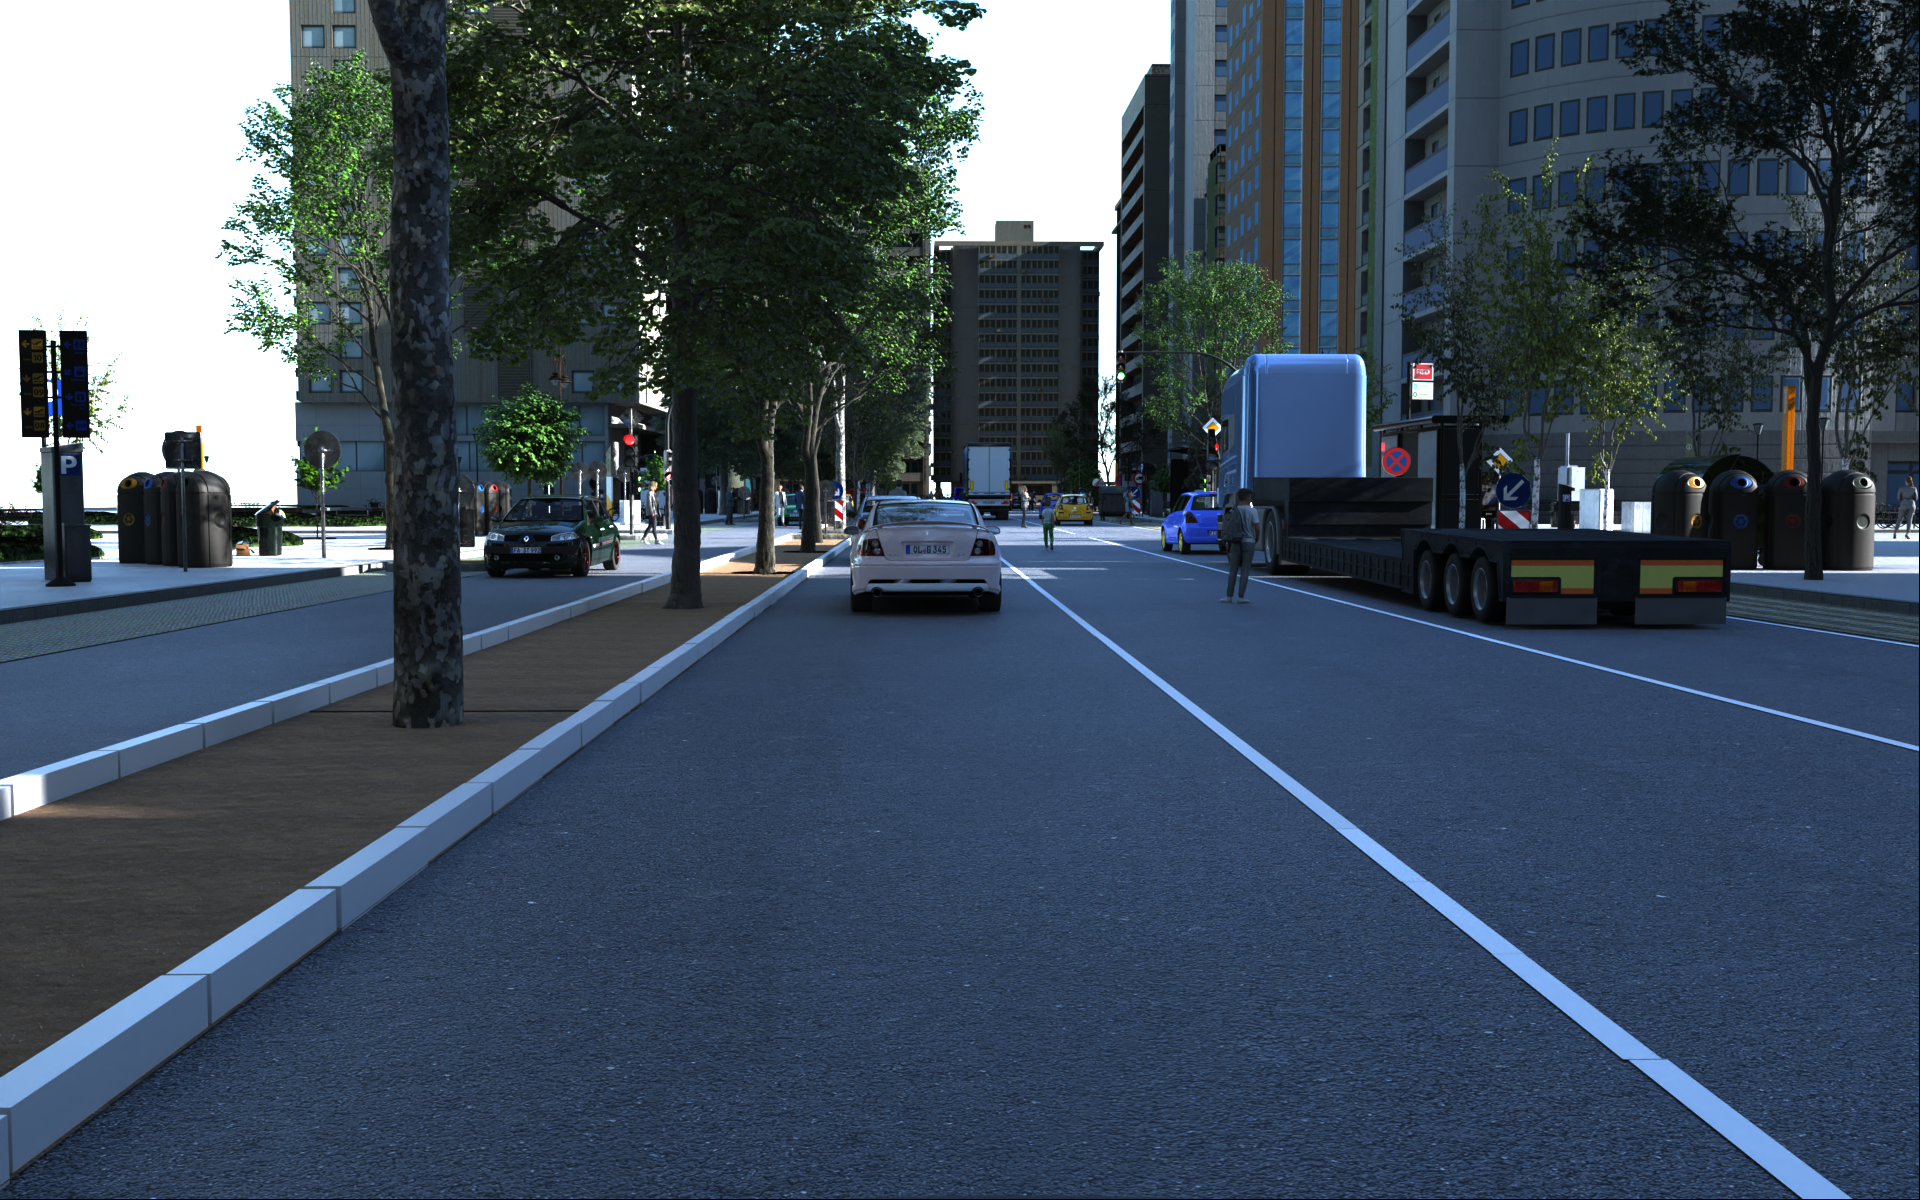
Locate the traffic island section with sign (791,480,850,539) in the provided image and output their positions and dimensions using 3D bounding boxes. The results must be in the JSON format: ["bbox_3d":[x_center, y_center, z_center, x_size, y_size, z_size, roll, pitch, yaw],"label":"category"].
[{"bbox_3d":[-4.335,-2.884,55.290,2.006,1.907,1.989,0,4,-1],"label":"traffic island section with sign"}]

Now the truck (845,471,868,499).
[{"bbox_3d":[-10.057,-10.961,168.118,2.839,4.237,11.283,0,4,-1],"label":"truck"}]

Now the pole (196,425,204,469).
[{"bbox_3d":[-22.496,-3.515,51.318,0.158,3.312,0.155,0,3,0],"label":"pole"}]

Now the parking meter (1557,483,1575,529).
[{"bbox_3d":[14.300,-1.985,40.866,0.372,1.533,0.369,0,3,0],"label":"parking meter"}]

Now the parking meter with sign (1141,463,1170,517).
[{"bbox_3d":[11.102,-6.204,97.699,1.738,3.016,0.543,-1,4,-10],"label":"parking meter with sign"}]

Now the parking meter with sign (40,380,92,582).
[{"bbox_3d":[-13.375,-1.804,25.763,0.543,3.016,1.738,-3,5,-42],"label":"parking meter with sign"}]

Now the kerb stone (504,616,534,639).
[{"bbox_3d":[-4.468,0.295,17.379,0.120,0.150,1.000,0,4,-1],"label":"kerb stone"}]

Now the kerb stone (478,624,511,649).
[{"bbox_3d":[-4.448,0.360,16.356,0.120,0.150,1.000,0,4,-1],"label":"kerb stone"}]

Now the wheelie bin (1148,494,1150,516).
[{"bbox_3d":[11.120,-5.585,99.222,0.693,1.594,0.980,1,4,12],"label":"wheelie bin"}]

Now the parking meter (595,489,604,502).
[{"bbox_3d":[-16.278,-4.271,78.236,0.372,1.533,0.369,0,3,0],"label":"parking meter"}]

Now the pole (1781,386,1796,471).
[{"bbox_3d":[15.639,-2.380,32.755,0.158,3.312,0.155,0,3,0],"label":"pole"}]

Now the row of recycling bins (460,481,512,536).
[{"bbox_3d":[-14.909,-2.842,53.579,1.069,1.692,3.534,1,4,10],"label":"row of recycling bins"}]

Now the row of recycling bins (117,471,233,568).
[{"bbox_3d":[-14.249,-1.488,31.443,3.534,1.692,1.069,3,5,44],"label":"row of recycling bins"}]

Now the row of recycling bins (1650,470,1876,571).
[{"bbox_3d":[13.646,-1.372,29.543,3.534,1.692,1.069,0,4,8],"label":"row of recycling bins"}]

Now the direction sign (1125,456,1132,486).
[{"bbox_3d":[10.011,-6.796,103.115,0.379,3.537,0.876,2,4,31],"label":"direction sign"}]

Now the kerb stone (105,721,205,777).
[{"bbox_3d":[-4.282,0.797,9.182,0.120,0.150,1.000,0,4,-1],"label":"kerb stone"}]

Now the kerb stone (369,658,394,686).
[{"bbox_3d":[-4.372,0.545,13.282,0.120,0.150,1.000,0,4,-1],"label":"kerb stone"}]

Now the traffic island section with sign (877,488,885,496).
[{"bbox_3d":[-6.327,-7.931,137.812,2.006,1.907,1.989,0,4,-1],"label":"traffic island section with sign"}]

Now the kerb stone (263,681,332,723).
[{"bbox_3d":[-4.324,0.670,11.236,0.120,0.150,1.000,0,4,-1],"label":"kerb stone"}]

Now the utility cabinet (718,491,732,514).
[{"bbox_3d":[-14.689,-6.063,107.814,0.318,1.500,1.173,-2,4,-30],"label":"utility cabinet"}]

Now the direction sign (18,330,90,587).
[{"bbox_3d":[-12.536,-1.960,24.039,0.876,3.537,0.379,-1,4,-9],"label":"direction sign"}]

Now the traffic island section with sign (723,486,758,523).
[{"bbox_3d":[-10.880,-4.824,87.496,1.989,1.847,2.006,0,4,-1],"label":"traffic island section with sign"}]

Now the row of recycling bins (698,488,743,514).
[{"bbox_3d":[-15.854,-6.502,113.417,3.534,1.692,1.069,-1,4,-12],"label":"row of recycling bins"}]

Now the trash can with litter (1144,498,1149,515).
[{"bbox_3d":[11.465,-5.734,105.134,0.624,1.170,1.055,-1,4,-16],"label":"trash can with litter"}]

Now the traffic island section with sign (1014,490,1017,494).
[{"bbox_3d":[6.135,-11.218,192.037,1.989,1.847,2.006,0,4,-1],"label":"traffic island section with sign"}]

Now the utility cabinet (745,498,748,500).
[{"bbox_3d":[-15.818,-7.082,124.466,1.173,1.500,0.318,-1,4,-21],"label":"utility cabinet"}]

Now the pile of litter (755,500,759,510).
[{"bbox_3d":[-15.937,-7.502,136.620,1.719,0.858,1.176,1,4,17],"label":"pile of litter"}]

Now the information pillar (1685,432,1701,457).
[{"bbox_3d":[27.953,-4.565,65.994,0.504,3.616,0.183,0,3,0],"label":"information pillar"}]

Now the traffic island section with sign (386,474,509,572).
[{"bbox_3d":[-9.555,-1.470,32.662,1.989,1.847,2.006,0,4,-1],"label":"traffic island section with sign"}]

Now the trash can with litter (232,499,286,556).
[{"bbox_3d":[-14.545,-1.497,35.860,1.055,1.170,0.624,-2,4,-27],"label":"trash can with litter"}]

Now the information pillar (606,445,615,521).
[{"bbox_3d":[-16.616,-5.554,82.163,0.183,3.616,0.504,-3,5,-42],"label":"information pillar"}]

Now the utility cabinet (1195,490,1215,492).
[{"bbox_3d":[11.919,-4.638,84.516,0.318,1.500,1.173,-2,4,-32],"label":"utility cabinet"}]

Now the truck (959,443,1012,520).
[{"bbox_3d":[1.471,-6.779,99.753,2.839,4.237,11.283,0,4,-1],"label":"truck"}]

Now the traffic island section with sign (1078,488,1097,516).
[{"bbox_3d":[7.989,-6.503,114.953,1.989,1.847,2.006,0,4,-1],"label":"traffic island section with sign"}]

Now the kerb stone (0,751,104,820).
[{"bbox_3d":[-4.258,0.859,8.160,0.120,0.150,1.000,0,4,-1],"label":"kerb stone"}]

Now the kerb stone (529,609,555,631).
[{"bbox_3d":[-4.496,0.232,18.400,0.120,0.150,1.000,0,4,-1],"label":"kerb stone"}]

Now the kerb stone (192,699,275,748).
[{"bbox_3d":[-4.303,0.734,10.207,0.120,0.150,1.000,0,4,-1],"label":"kerb stone"}]

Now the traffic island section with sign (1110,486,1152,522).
[{"bbox_3d":[8.644,-4.852,87.956,1.989,1.847,2.006,0,4,-1],"label":"traffic island section with sign"}]

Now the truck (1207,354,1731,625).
[{"bbox_3d":[6.743,-2.310,27.519,2.967,4.110,18.799,0,4,-1],"label":"truck"}]

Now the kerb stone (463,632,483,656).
[{"bbox_3d":[-4.429,0.420,15.334,0.120,0.150,1.000,0,4,-1],"label":"kerb stone"}]

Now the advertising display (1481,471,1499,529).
[{"bbox_3d":[15.197,-2.716,49.628,0.123,1.923,0.974,-1,4,-9],"label":"advertising display"}]

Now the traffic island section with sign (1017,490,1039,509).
[{"bbox_3d":[6.771,-9.570,165.090,1.989,1.847,2.006,0,4,-1],"label":"traffic island section with sign"}]

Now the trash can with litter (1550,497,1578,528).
[{"bbox_3d":[23.194,-3.372,66.512,1.055,1.170,0.624,2,4,24],"label":"trash can with litter"}]

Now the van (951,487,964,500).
[{"bbox_3d":[0.357,-9.165,154.237,2.240,2.365,5.245,0,4,-2],"label":"van"}]

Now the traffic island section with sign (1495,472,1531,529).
[{"bbox_3d":[9.971,-1.453,32.382,1.989,1.847,2.006,0,4,-1],"label":"traffic island section with sign"}]

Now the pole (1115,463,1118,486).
[{"bbox_3d":[10.270,-7.324,113.583,0.158,3.312,0.155,0,3,0],"label":"pole"}]

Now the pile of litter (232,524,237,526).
[{"bbox_3d":[-27.810,-3.100,64.655,1.719,0.858,1.176,0,4,-6],"label":"pile of litter"}]

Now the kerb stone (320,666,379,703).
[{"bbox_3d":[-4.348,0.608,12.258,0.120,0.150,1.000,0,4,-1],"label":"kerb stone"}]

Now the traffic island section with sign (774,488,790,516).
[{"bbox_3d":[-11.530,-6.472,114.444,1.989,1.847,2.006,0,4,-1],"label":"traffic island section with sign"}]

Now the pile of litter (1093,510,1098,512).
[{"bbox_3d":[10.038,-6.577,121.504,1.176,0.858,1.719,-2,4,-30],"label":"pile of litter"}]
